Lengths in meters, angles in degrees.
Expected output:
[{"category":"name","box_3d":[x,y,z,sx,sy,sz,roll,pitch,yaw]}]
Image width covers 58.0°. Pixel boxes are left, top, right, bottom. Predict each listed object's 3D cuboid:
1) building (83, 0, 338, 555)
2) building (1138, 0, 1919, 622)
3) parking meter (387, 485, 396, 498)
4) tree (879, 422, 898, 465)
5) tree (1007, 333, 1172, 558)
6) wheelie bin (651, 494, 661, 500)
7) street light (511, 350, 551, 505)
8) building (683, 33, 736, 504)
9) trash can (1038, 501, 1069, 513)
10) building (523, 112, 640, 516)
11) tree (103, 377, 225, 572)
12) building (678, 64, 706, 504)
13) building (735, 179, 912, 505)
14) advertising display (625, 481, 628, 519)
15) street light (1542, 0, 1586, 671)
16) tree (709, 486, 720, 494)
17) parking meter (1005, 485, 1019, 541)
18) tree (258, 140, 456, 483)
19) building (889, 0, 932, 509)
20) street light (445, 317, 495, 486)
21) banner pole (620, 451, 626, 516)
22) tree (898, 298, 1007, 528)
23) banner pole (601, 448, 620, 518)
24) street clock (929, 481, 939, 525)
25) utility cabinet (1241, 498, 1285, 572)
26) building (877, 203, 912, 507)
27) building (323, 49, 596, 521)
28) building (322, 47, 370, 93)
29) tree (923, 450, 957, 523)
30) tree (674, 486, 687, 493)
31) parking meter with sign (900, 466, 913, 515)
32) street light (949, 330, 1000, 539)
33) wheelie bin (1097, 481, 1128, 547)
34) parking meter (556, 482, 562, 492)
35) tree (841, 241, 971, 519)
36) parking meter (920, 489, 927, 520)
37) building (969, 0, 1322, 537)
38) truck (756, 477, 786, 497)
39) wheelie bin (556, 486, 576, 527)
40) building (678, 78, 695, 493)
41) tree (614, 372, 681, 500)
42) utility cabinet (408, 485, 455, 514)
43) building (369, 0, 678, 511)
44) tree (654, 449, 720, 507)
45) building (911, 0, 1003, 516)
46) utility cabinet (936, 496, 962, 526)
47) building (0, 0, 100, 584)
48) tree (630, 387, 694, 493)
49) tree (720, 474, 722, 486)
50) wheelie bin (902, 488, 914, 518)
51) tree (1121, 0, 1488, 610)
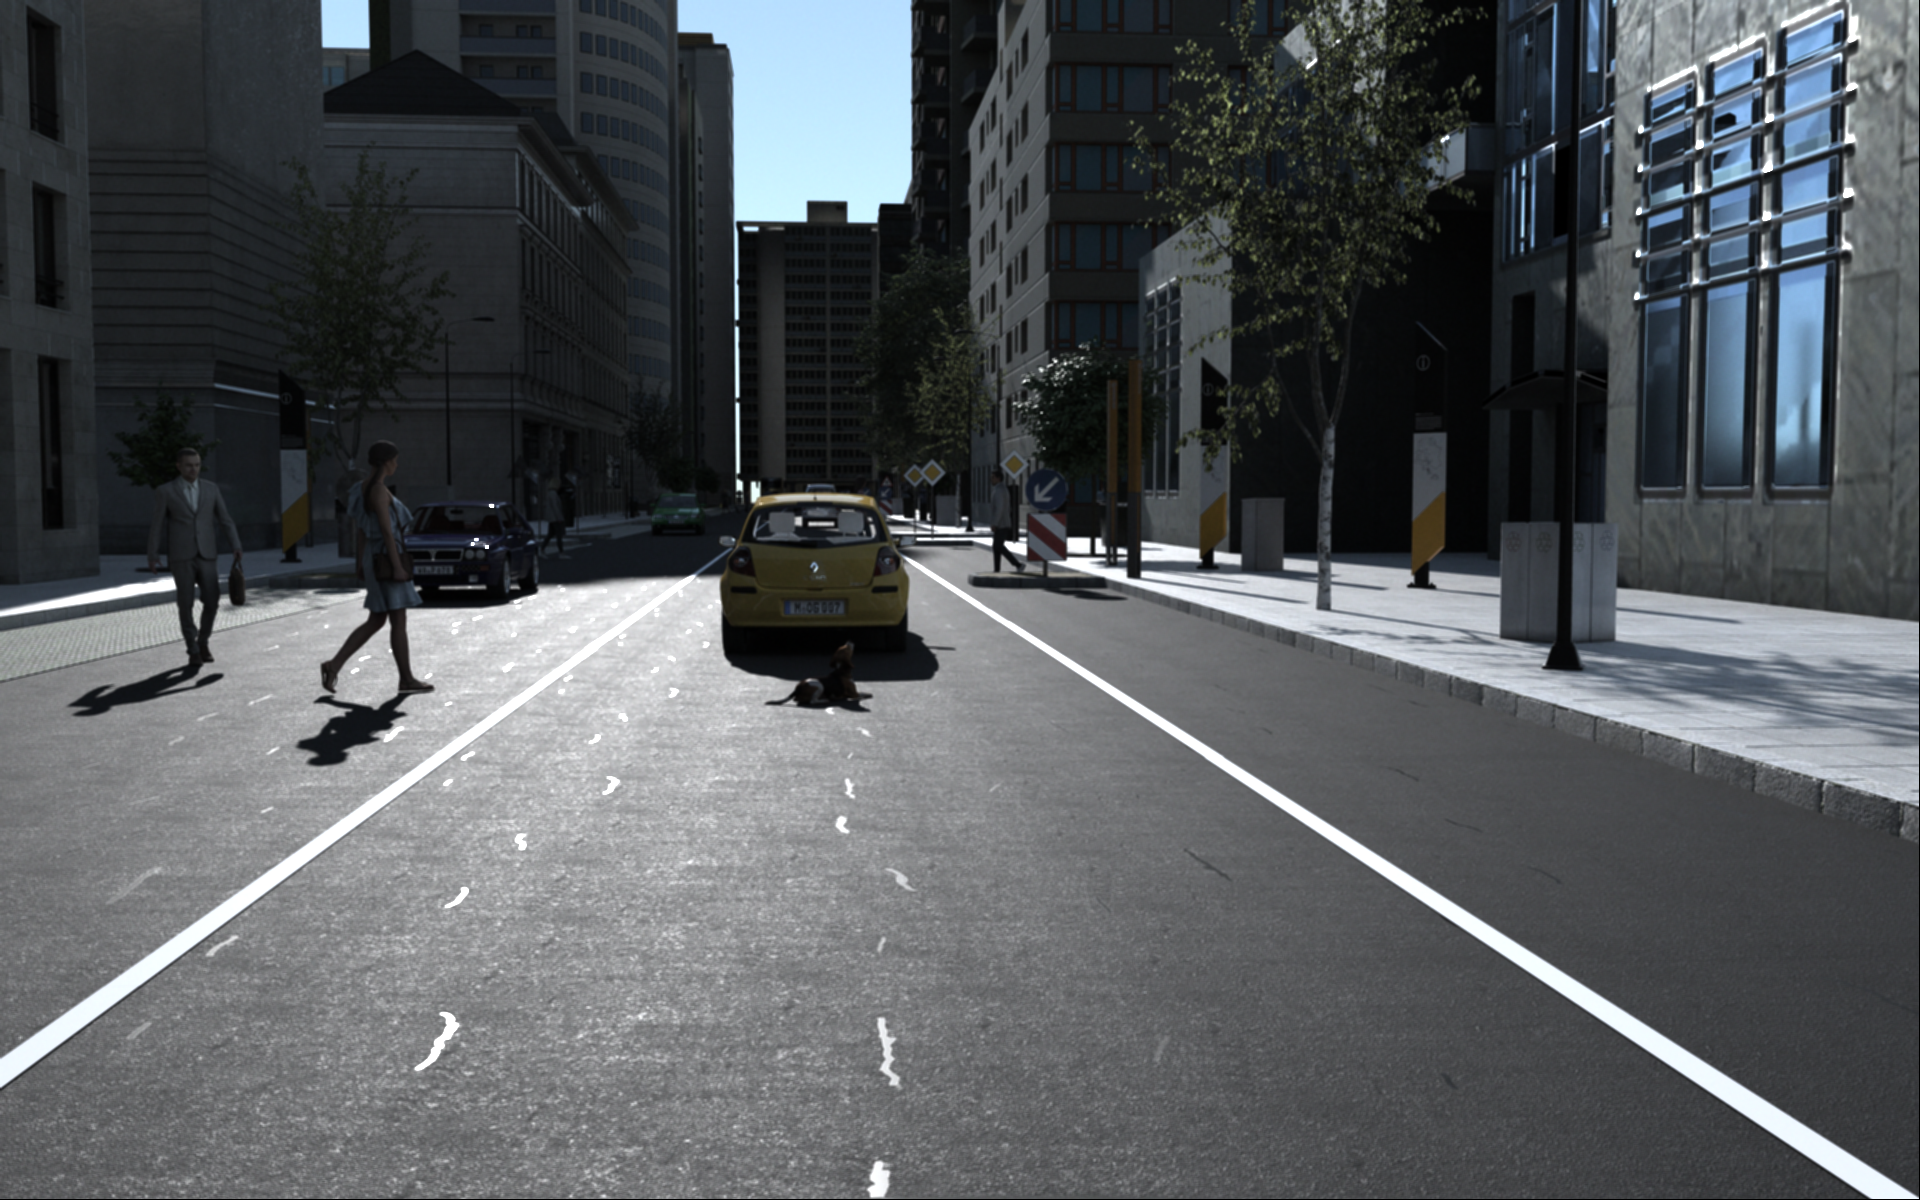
[{"category":"building","box_3d":[-24.971,-11.666,39.895,18.267,20.994,9.793,0,4,-5]},{"category":"building","box_3d":[17.384,-43.926,30.860,22.319,86.520,31.000,0,4,-5]},{"category":"parking meter","box_3d":[-15.212,-2.307,46.128,0.372,1.533,0.369,0,3,0]},{"category":"tree","box_3d":[-4.163,-10.755,126.214,4.360,8.622,3.978,0,3,0]},{"category":"tree","box_3d":[2.658,-3.169,35.533,4.285,4.588,4.351,0,3,0]},{"category":"wheelie bin","box_3d":[-18.711,-6.048,106.789,0.693,1.594,0.980,0,4,6]},{"category":"street light","box_3d":[-13.854,-5.090,55.766,1.470,5.913,1.316,0,4,-5]},{"category":"building","box_3d":[-43.433,-41.732,224.314,28.212,58.520,21.231,0,4,-5]},{"category":"trash can","box_3d":[2.034,-1.621,38.153,0.748,1.137,0.748,0,3,0]},{"category":"building","box_3d":[-30.116,-17.020,111.568,16.112,22.955,30.059,0,4,-5]},{"category":"tree","box_3d":[-13.282,-2.099,28.916,1.663,3.219,1.824,0,3,0]},{"category":"building","box_3d":[-39.602,-34.775,192.277,21.600,48.544,21.300,0,4,-5]},{"category":"building","box_3d":[-17.790,-33.056,232.347,23.993,40.220,32.217,0,4,-5]},{"category":"advertising display","box_3d":[-16.976,-5.074,88.168,0.123,1.923,0.974,-1,4,-11]},{"category":"street light","box_3d":[3.907,-2.446,12.535,1.470,5.913,1.316,0,4,-5]},{"category":"tree","box_3d":[-26.341,-11.666,185.344,1.663,3.219,1.824,0,3,0]},{"category":"parking meter","box_3d":[1.419,-2.368,47.122,0.372,1.533,0.369,0,3,0]},{"category":"tree","box_3d":[-12.936,-5.291,36.873,4.737,8.622,4.395,0,3,0]},{"category":"building","box_3d":[4.265,-43.868,155.491,20.563,71.187,20.611,0,4,-5]},{"category":"street light","box_3d":[-12.871,-4.458,45.423,1.470,5.913,1.316,0,4,-5]},{"category":"banner pole","box_3d":[-19.980,-6.826,101.628,0.863,3.779,0.401,-1,4,-8]},{"category":"tree","box_3d":[-0.127,-7.048,65.602,4.360,8.622,3.978,0,3,0]},{"category":"banner pole","box_3d":[-19.041,-6.337,93.625,0.401,3.779,0.863,3,5,43]},{"category":"street clock","box_3d":[-1.099,-4.140,72.259,0.358,2.002,0.471,2,4,28]},{"category":"utility cabinet","box_3d":[5.076,-1.095,29.063,0.306,1.237,1.020,3,4,37]},{"category":"building","box_3d":[-1.356,-24.648,174.701,14.160,30.474,14.107,0,4,-5]},{"category":"building","box_3d":[-23.845,-13.819,76.844,10.553,20.767,40.483,0,4,-5]},{"category":"building","box_3d":[-65.468,-34.843,189.295,30.456,49.044,23.786,0,4,-5]},{"category":"tree","box_3d":[-0.874,-4.988,76.150,1.663,3.219,1.824,0,3,0]},{"category":"tree","box_3d":[-22.356,-8.803,138.524,1.663,3.219,1.824,0,3,0]},{"category":"parking meter with sign","box_3d":[-3.382,-6.821,107.783,0.543,3.016,1.738,-2,4,-33]},{"category":"street light","box_3d":[0.550,-4.684,49.129,1.470,5.913,1.316,0,4,-5]},{"category":"wheelie bin","box_3d":[3.764,-2.110,42.404,0.980,1.594,0.693,-1,4,-13]},{"category":"parking meter","box_3d":[-16.591,-4.017,71.393,0.255,1.863,0.399,1,4,21]},{"category":"tree","box_3d":[-1.153,-11.128,88.592,9.857,13.997,8.962,0,3,0]},{"category":"parking meter","box_3d":[-1.779,-4.634,84.185,0.372,1.533,0.369,0,3,0]},{"category":"building","box_3d":[16.025,-13.769,70.161,28.899,21.520,27.650,0,4,-5]},{"category":"truck","box_3d":[-22.083,-12.669,203.070,3.469,3.379,9.791,0,4,-5]},{"category":"wheelie bin","box_3d":[-15.225,-3.607,66.883,0.693,1.594,0.980,1,4,23]},{"category":"building","box_3d":[-32.897,-29.426,164.703,14.154,41.232,14.086,0,4,-5]},{"category":"tree","box_3d":[-18.722,-9.419,104.357,4.360,8.622,3.978,0,3,0]},{"category":"utility cabinet","box_3d":[-13.196,-2.116,43.277,1.173,1.500,0.318,1,4,19]},{"category":"building","box_3d":[-34.774,-36.747,142.812,21.231,58.520,28.212,0,4,-5]},{"category":"tree","box_3d":[-20.622,-8.678,125.596,4.285,4.588,4.351,0,3,0]},{"category":"building","box_3d":[8.322,-27.777,108.774,22.147,44.769,28.867,0,4,-5]},{"category":"utility cabinet","box_3d":[-0.444,-3.585,69.770,1.020,1.237,0.306,2,4,26]},{"category":"building","box_3d":[-17.982,-9.977,17.871,10.420,20.320,16.860,0,4,-5]},{"category":"tree","box_3d":[-20.257,-10.249,117.939,4.737,8.622,4.395,0,3,0]},{"category":"tree","box_3d":[-26.373,-11.941,178.955,4.285,4.588,4.351,0,3,0]},{"category":"wheelie bin","box_3d":[-2.726,-5.158,92.235,0.693,1.594,0.980,0,4,8]},{"category":"tree","box_3d":[4.001,-4.211,19.216,4.360,8.622,3.978,0,3,0]}]
